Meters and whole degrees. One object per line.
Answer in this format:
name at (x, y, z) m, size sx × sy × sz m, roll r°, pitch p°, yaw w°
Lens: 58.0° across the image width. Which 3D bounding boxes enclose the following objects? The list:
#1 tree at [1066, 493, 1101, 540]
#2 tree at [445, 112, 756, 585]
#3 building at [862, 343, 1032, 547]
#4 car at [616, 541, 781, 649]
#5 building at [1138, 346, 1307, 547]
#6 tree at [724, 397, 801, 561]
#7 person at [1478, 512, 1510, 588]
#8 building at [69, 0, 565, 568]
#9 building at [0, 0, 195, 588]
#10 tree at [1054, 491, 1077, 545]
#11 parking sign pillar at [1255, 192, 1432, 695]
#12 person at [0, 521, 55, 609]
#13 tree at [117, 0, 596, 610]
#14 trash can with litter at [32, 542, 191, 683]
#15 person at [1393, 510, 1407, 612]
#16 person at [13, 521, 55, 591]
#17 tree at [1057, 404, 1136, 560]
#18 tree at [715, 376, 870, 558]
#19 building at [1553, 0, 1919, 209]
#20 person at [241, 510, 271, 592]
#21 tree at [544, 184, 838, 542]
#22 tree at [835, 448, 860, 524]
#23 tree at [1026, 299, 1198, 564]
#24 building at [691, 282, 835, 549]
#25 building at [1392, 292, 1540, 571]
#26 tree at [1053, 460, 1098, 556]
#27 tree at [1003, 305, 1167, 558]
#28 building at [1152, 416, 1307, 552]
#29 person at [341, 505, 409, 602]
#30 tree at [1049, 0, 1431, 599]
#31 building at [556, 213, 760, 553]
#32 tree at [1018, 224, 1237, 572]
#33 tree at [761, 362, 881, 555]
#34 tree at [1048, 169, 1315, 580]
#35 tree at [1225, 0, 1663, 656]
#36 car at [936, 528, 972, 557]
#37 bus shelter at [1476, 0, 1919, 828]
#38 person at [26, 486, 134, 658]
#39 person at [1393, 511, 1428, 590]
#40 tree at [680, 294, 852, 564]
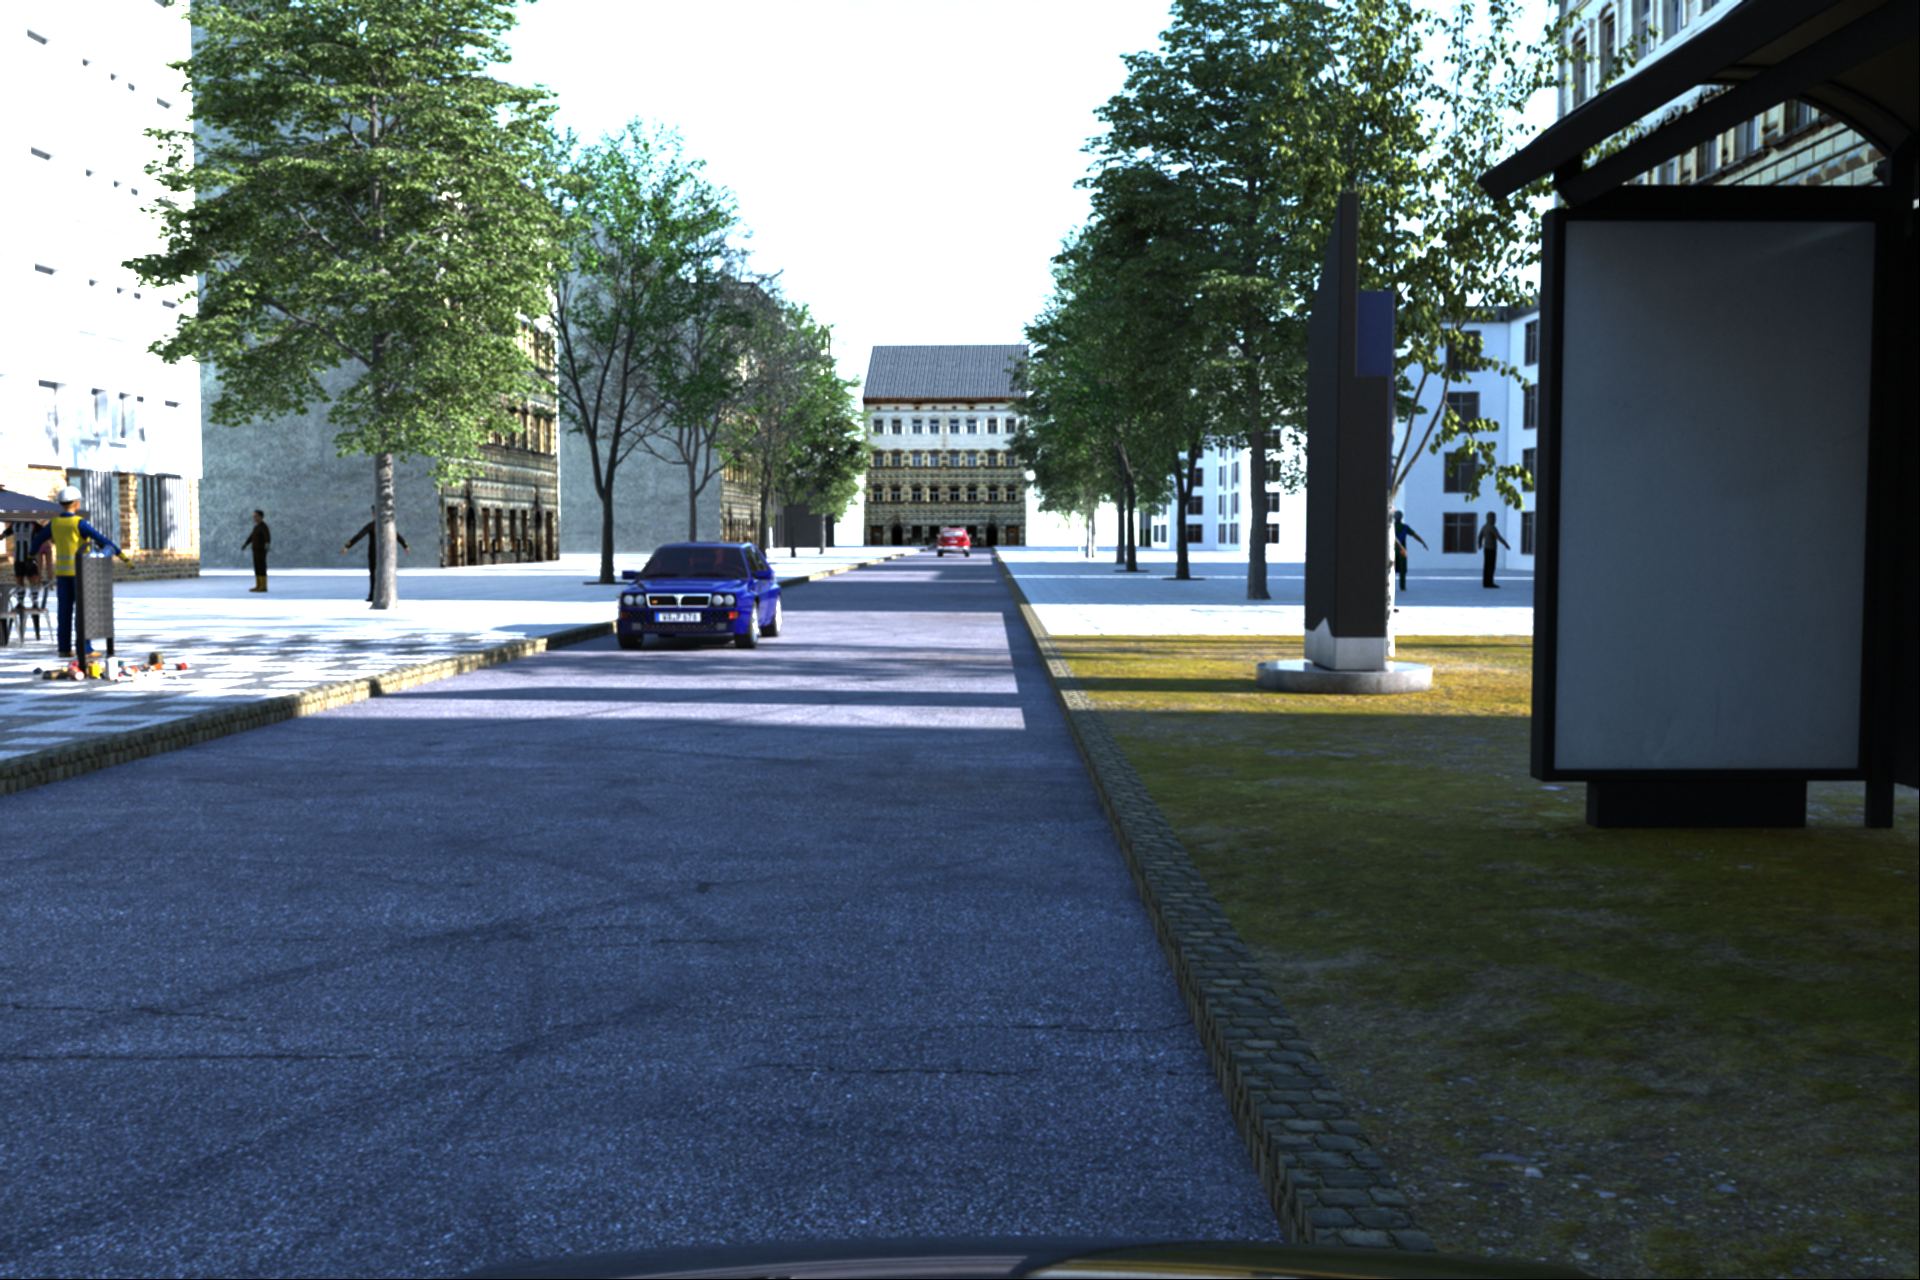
tree at (14.003, -14.927, 194.412) m, size 4.737 × 8.622 × 4.395 m, roll 0°, pitch 3°, yaw 0°
tree at (-9.055, -7.221, 43.811) m, size 9.928 × 11.665 × 9.643 m, roll 0°, pitch 3°, yaw 0°
building at (-1.083, -22.378, 199.272) m, size 18.063 × 23.208 × 19.493 m, roll 0°, pitch 4°, yaw 4°
car at (-3.395, -0.631, 22.902) m, size 1.945 × 1.354 × 3.894 m, roll 0°, pitch 4°, yaw 1°
building at (27.166, -18.542, 169.618) m, size 16.747 × 18.905 × 31.486 m, roll 0°, pitch 4°, yaw 1°
tree at (-8.973, -8.168, 83.913) m, size 4.360 × 8.622 × 3.978 m, roll 0°, pitch 3°, yaw 0°
person at (12.660, -2.149, 41.264) m, size 0.705 × 1.813 × 1.348 m, roll -1°, pitch 4°, yaw -13°
building at (-28.468, -14.811, 73.097) m, size 19.493 × 23.208 × 18.063 m, roll 0°, pitch 4°, yaw 1°
building at (-27.421, -11.076, 37.511) m, size 16.016 × 20.090 × 11.380 m, roll 0°, pitch 4°, yaw 0°
tree at (12.388, -15.222, 199.236) m, size 4.737 × 8.622 × 4.395 m, roll 0°, pitch 3°, yaw 0°
parking sign pillar at (3.208, -1.586, 14.401) m, size 1.447 × 3.967 × 1.447 m, roll 0°, pitch 4°, yaw 1°
person at (-15.450, -1.374, 28.615) m, size 1.345 × 1.843 × 0.704 m, roll 0°, pitch 4°, yaw -4°
tree at (-10.004, -6.805, 29.390) m, size 7.486 × 12.596 × 7.792 m, roll 0°, pitch 3°, yaw 0°
trash can with litter at (-7.693, -0.303, 16.019) m, size 1.678 × 1.210 × 2.233 m, roll 0°, pitch 4°, yaw 1°
person at (6.992, -1.349, 28.327) m, size 0.705 × 1.796 × 1.348 m, roll 2°, pitch 4°, yaw 32°
person at (-20.845, -1.994, 39.406) m, size 1.217 × 1.733 × 0.721 m, roll -2°, pitch 4°, yaw -28°
tree at (6.119, -8.220, 84.766) m, size 4.360 × 8.622 × 3.978 m, roll 0°, pitch 3°, yaw 0°
tree at (-9.143, -9.815, 94.886) m, size 8.767 × 10.594 × 7.601 m, roll 0°, pitch 4°, yaw -8°
building at (25.070, -12.630, 37.435) m, size 19.493 × 23.208 × 18.063 m, roll 0°, pitch 4°, yaw 1°
person at (-15.604, -1.980, 38.513) m, size 0.704 × 1.812 × 1.346 m, roll -3°, pitch 5°, yaw -45°
tree at (-9.207, -9.147, 59.931) m, size 12.009 × 13.543 × 11.850 m, roll 0°, pitch 3°, yaw 0°
tree at (-16.580, -17.839, 198.316) m, size 9.857 × 13.997 × 8.962 m, roll 0°, pitch 3°, yaw 0°
tree at (6.563, -9.497, 73.395) m, size 7.486 × 12.596 × 7.792 m, roll 0°, pitch 3°, yaw 0°
building at (-26.796, -19.142, 156.943) m, size 27.936 × 21.610 × 32.646 m, roll 0°, pitch 4°, yaw 1°
building at (20.849, -7.441, 63.816) m, size 9.099 × 9.664 × 28.070 m, roll 0°, pitch 4°, yaw 1°
tree at (6.938, -9.346, 103.169) m, size 4.737 × 8.622 × 4.395 m, roll 0°, pitch 3°, yaw 0°
tree at (6.950, -11.371, 92.567) m, size 9.857 × 13.997 × 8.962 m, roll 0°, pitch 3°, yaw 0°
building at (20.938, -11.910, 136.871) m, size 9.099 × 9.664 × 28.070 m, roll 0°, pitch 4°, yaw 1°
person at (-11.017, -1.641, 32.762) m, size 1.347 × 1.837 × 0.705 m, roll -3°, pitch 5°, yaw -44°
tree at (5.478, -7.077, 33.836) m, size 7.486 × 12.596 × 7.792 m, roll 0°, pitch 3°, yaw 0°
building at (-25.161, -18.062, 126.237) m, size 19.493 × 23.208 × 18.063 m, roll 0°, pitch 4°, yaw 1°
tree at (5.716, -8.122, 58.545) m, size 9.928 × 11.665 × 9.643 m, roll 0°, pitch 3°, yaw 0°
tree at (-8.746, -11.645, 108.522) m, size 7.486 × 12.596 × 7.792 m, roll 0°, pitch 3°, yaw 0°
tree at (6.325, -7.511, 48.560) m, size 9.928 × 11.665 × 9.643 m, roll 0°, pitch 3°, yaw 0°
tree at (4.611, -4.126, 17.821) m, size 4.737 × 8.622 × 4.395 m, roll 0°, pitch 3°, yaw 0°
car at (-0.398, -6.193, 109.923) m, size 2.281 × 1.827 × 5.304 m, roll 0°, pitch 4°, yaw 0°
bus shelter at (3.350, -0.679, 5.020) m, size 2.014 × 3.302 × 5.546 m, roll 0°, pitch 4°, yaw -1°
person at (-9.177, -0.707, 18.026) m, size 1.216 × 1.772 × 0.721 m, roll 1°, pitch 4°, yaw 10°
person at (9.975, -2.040, 39.482) m, size 1.347 × 1.817 × 0.704 m, roll 1°, pitch 4°, yaw 15°
tree at (-8.336, -9.077, 74.172) m, size 9.928 × 11.665 × 9.643 m, roll 0°, pitch 3°, yaw 0°
